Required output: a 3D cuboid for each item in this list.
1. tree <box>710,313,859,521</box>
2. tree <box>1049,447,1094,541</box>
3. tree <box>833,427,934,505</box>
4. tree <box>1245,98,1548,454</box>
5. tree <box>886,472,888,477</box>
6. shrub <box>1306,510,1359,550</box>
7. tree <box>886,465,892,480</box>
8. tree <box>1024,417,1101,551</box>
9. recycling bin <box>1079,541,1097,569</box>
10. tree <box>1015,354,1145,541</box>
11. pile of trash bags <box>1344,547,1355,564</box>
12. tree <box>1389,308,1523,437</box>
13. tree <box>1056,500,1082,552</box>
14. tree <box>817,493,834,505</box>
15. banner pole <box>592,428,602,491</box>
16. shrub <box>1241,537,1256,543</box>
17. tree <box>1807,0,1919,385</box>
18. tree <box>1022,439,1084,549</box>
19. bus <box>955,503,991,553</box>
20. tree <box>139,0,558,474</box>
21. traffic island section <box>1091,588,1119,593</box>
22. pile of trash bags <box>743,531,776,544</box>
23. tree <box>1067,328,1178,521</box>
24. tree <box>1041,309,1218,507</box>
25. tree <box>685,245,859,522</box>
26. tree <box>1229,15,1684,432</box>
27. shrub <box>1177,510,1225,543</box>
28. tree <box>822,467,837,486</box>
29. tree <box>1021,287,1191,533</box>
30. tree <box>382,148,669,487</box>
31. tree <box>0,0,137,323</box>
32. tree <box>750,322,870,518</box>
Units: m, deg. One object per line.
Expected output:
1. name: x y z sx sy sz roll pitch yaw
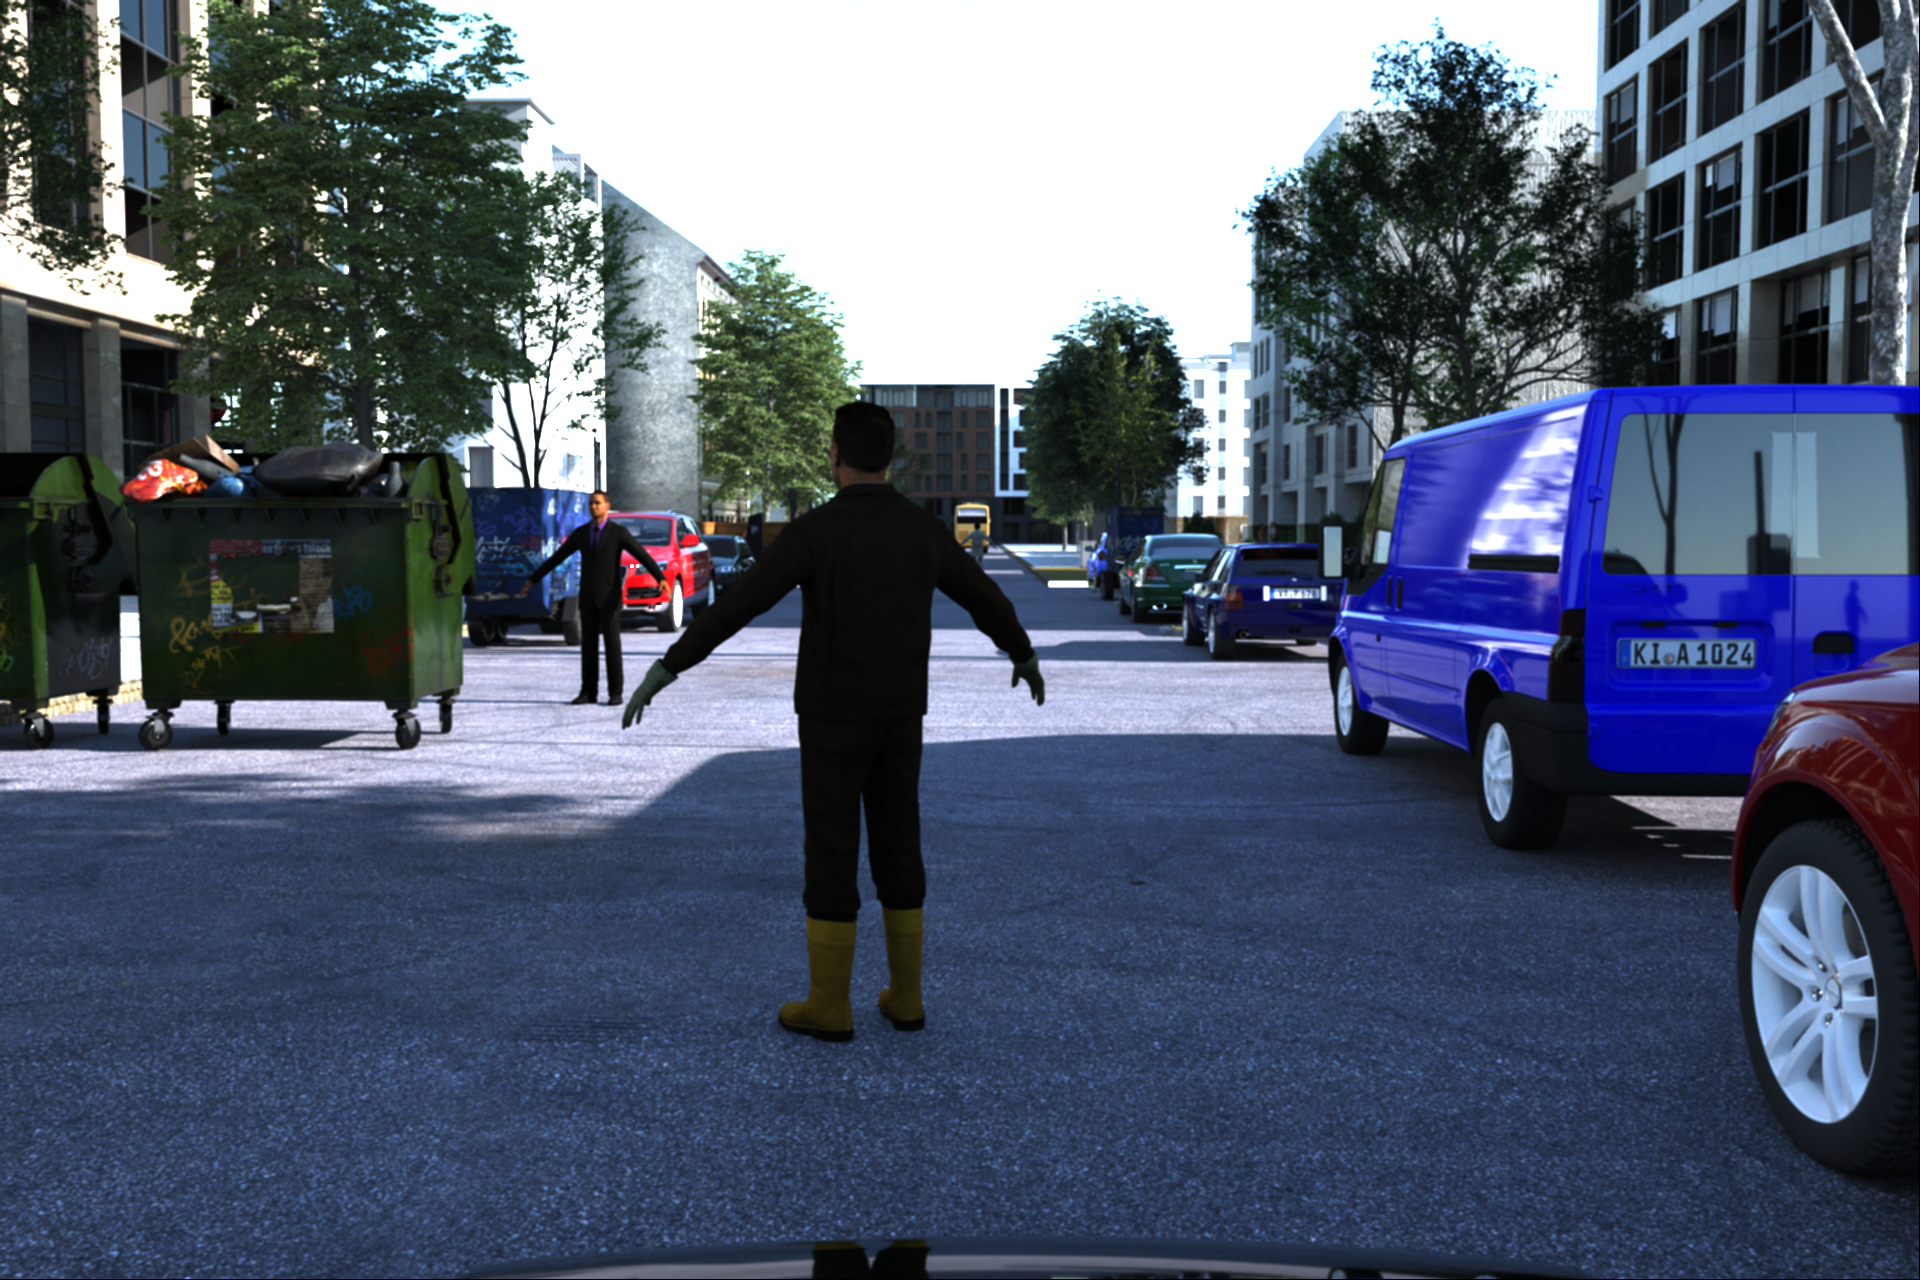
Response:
1. tree: -7.849 -9.462 80.465 9.928 11.665 9.643 0 3 0
2. tree: 7.929 -9.518 105.990 4.360 8.622 3.978 0 3 0
3. tree: -6.641 -12.586 140.191 8.767 10.594 7.601 -1 4 -19
4. tree: 10.493 -7.089 41.668 9.928 11.665 9.643 0 3 0
5. tree: -7.433 -10.992 130.077 4.737 8.622 4.395 0 3 0
6. shrub: 11.509 -2.993 53.361 1.690 2.028 1.600 0 3 0
7. tree: -7.143 -10.435 120.969 4.737 8.622 4.395 0 3 0
8. tree: 8.511 -13.208 134.073 7.486 12.596 7.792 0 3 0
9. recycling bin: 4.840 -3.188 64.679 0.722 1.027 0.722 0 3 0
10. tree: 8.547 -12.811 116.109 9.857 13.997 8.962 0 3 0
11. pile of trash bags: 7.732 -1.303 31.057 1.912 1.369 3.447 0 4 1
12. tree: 16.035 -6.423 55.383 4.737 8.622 4.395 0 3 0
13. tree: 8.396 -10.600 123.672 4.360 8.622 3.978 0 3 0
14. tree: -18.243 -17.776 240.992 4.360 8.622 3.978 0 3 0
15. banner pole: -8.579 -3.121 41.038 0.401 3.779 0.863 0 4 2
16. shrub: 10.430 -3.142 62.481 1.383 1.207 1.383 0 3 0
17. tree: 8.540 -9.956 18.668 12.611 20.169 13.585 0 3 0
18. tree: 9.014 -14.239 150.935 7.486 12.596 7.792 0 3 0
19. bus: 0.972 -8.753 134.656 2.896 3.916 12.252 0 4 1
20. tree: -11.168 -6.962 31.962 7.486 12.596 7.792 0 3 0
21. traffic island section: 4.243 -1.217 42.767 1.991 0.108 1.994 0 4 2
22. pile of trash bags: -5.844 -2.476 50.236 1.912 1.369 3.447 0 4 1
23. tree: 5.892 -6.775 61.126 4.737 8.622 4.395 0 3 0
24. tree: 7.314 -8.429 72.230 7.601 10.594 8.767 2 4 24
25. tree: -7.455 -9.208 68.682 7.486 12.596 7.792 0 3 0
26. tree: 9.380 -5.910 31.047 8.767 10.594 7.601 -2 4 -31
27. shrub: 7.259 -2.952 52.689 1.690 2.028 1.600 0 3 0
28. tree: -7.400 -10.000 113.854 4.737 8.622 4.395 0 3 0
29. tree: 7.893 -11.290 91.241 9.857 13.997 8.962 0 3 0
30. tree: -11.611 -7.392 46.621 9.928 11.665 9.643 0 3 0
31. tree: -11.799 -5.077 17.424 8.767 10.594 7.601 2 4 24
32. tree: -8.009 -10.645 92.166 7.486 12.596 7.792 0 3 0
